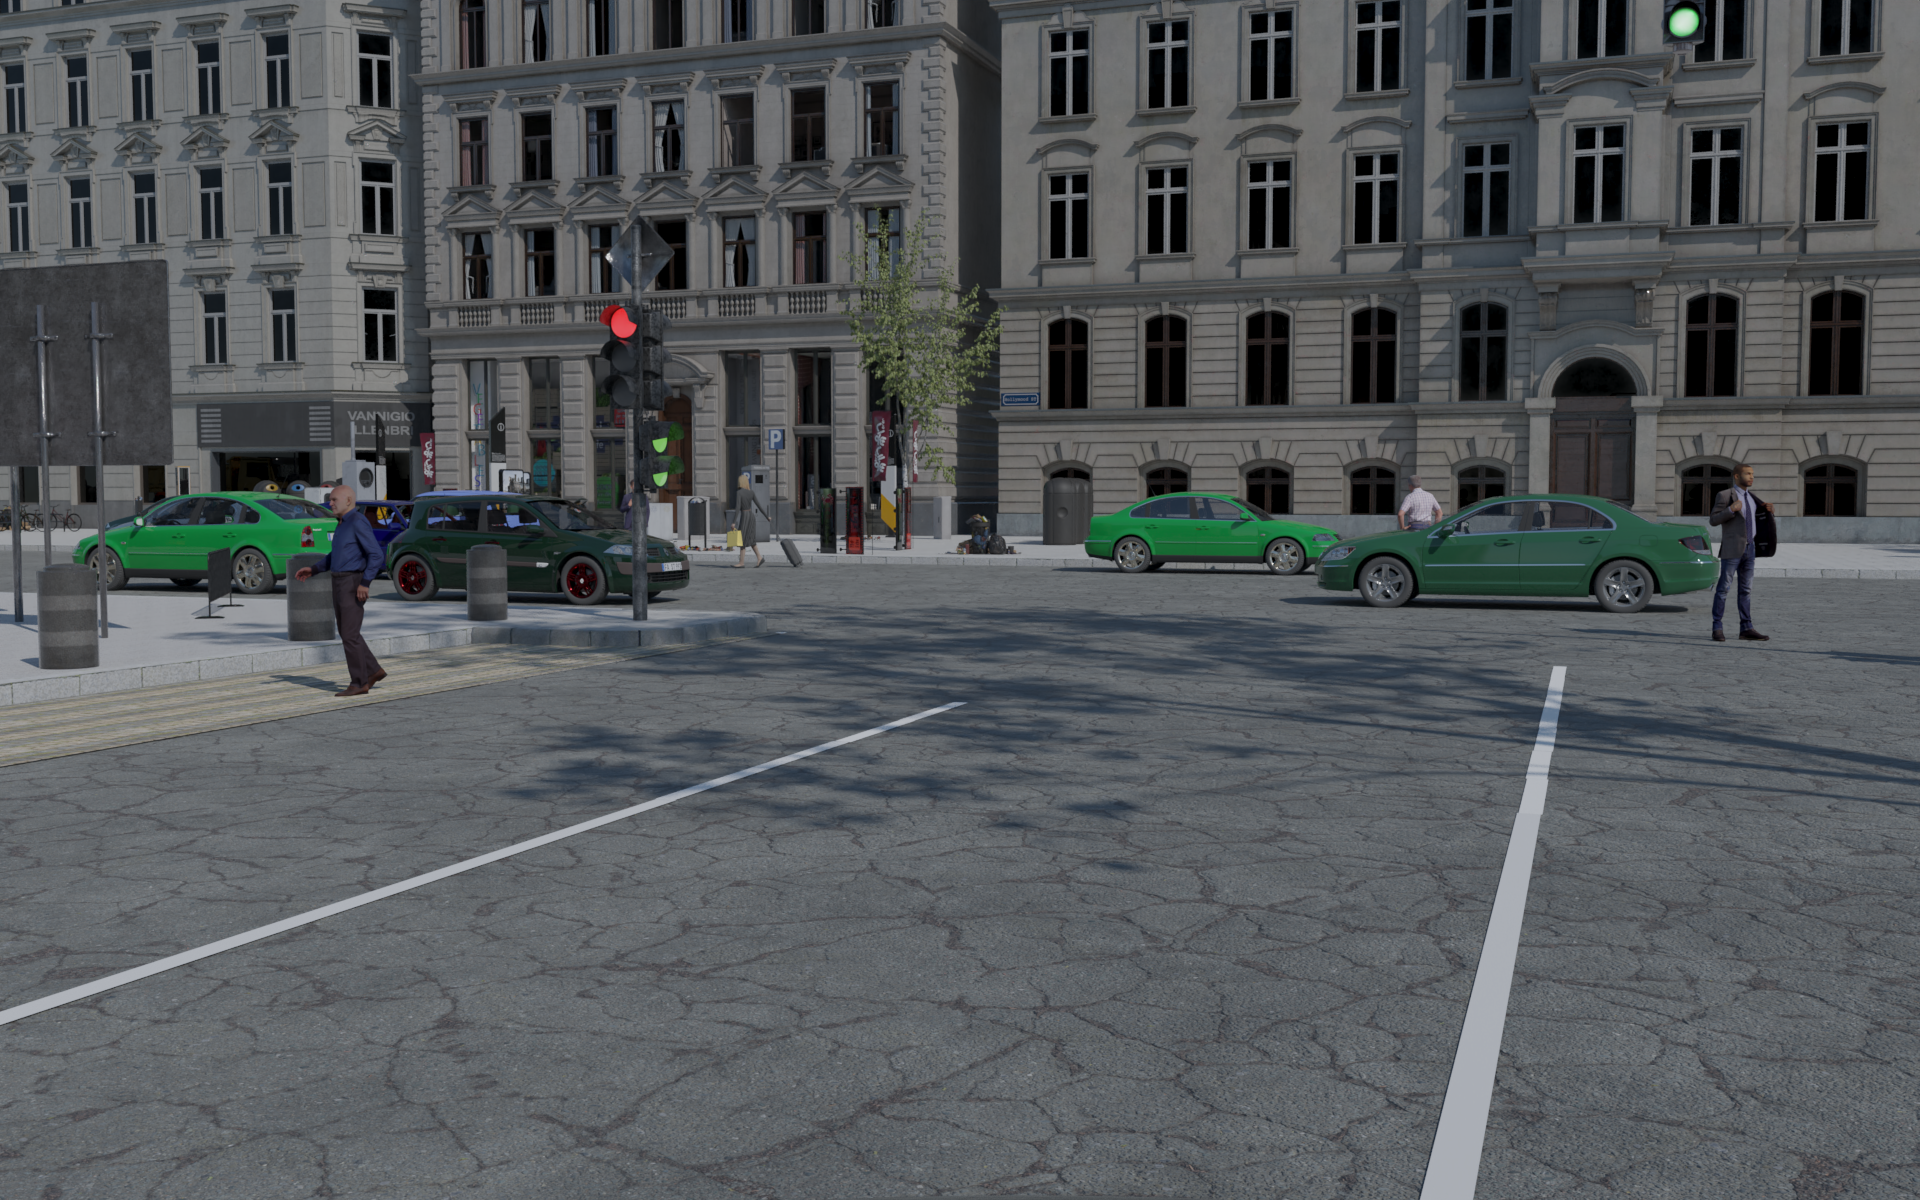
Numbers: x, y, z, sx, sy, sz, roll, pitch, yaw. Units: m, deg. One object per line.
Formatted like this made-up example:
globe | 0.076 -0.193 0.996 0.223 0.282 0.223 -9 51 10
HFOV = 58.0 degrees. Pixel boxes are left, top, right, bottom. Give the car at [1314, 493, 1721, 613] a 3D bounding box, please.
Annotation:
car | 7.009 -0.628 22.069 4.920 1.459 2.131 1 4 21

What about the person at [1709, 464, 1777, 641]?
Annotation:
person | 7.623 -0.461 16.852 0.655 1.722 0.431 -1 4 -18

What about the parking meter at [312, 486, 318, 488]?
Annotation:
parking meter | -21.193 -2.976 57.070 0.372 1.533 0.369 0 3 0

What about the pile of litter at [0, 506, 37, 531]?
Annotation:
pile of litter | -33.448 -2.892 61.242 1.719 0.858 1.176 -3 5 -41

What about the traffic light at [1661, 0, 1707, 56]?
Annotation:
traffic light | 7.883 -2.361 13.272 4.771 5.953 1.251 1 4 20

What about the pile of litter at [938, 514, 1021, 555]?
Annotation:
pile of litter | 0.424 -1.411 37.032 1.719 0.858 1.176 1 4 23

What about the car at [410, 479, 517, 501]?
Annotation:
car | -9.438 -1.361 31.849 3.694 1.707 1.945 1 4 22

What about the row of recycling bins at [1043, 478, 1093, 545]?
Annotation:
row of recycling bins | 2.858 -2.308 44.844 1.069 1.692 3.534 1 4 13

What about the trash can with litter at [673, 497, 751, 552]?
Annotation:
trash can with litter | -5.720 -1.713 39.067 2.233 1.210 1.678 3 4 36

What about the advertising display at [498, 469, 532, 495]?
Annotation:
advertising display | -12.816 -2.728 49.811 0.974 1.923 0.123 0 4 -2

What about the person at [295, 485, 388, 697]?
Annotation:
person | -4.401 -0.068 12.307 0.600 1.496 0.574 -1 4 -17

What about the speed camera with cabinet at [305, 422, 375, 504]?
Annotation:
speed camera with cabinet | -16.717 -3.204 46.715 0.660 3.252 2.038 2 4 24

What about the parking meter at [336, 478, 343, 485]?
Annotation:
parking meter | -20.496 -3.170 57.535 0.399 1.863 0.255 1 4 21

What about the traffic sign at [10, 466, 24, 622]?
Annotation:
traffic sign | -9.446 -1.052 17.312 0.768 2.556 0.104 2 4 24

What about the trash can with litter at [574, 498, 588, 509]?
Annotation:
trash can with litter | -10.664 -2.201 47.370 1.055 1.170 0.624 2 4 25

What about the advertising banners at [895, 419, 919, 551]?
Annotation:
advertising banners | -1.218 -2.681 40.021 0.090 3.025 2.074 1 4 14

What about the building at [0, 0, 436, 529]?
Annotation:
building | -36.830 -18.134 72.910 44.131 29.872 17.030 1 4 20

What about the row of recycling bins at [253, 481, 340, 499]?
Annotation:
row of recycling bins | -19.895 -2.827 53.333 3.534 1.692 1.069 -1 4 -14

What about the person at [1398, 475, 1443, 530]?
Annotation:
person | 6.758 -0.991 25.638 0.756 1.711 0.436 -1 4 -12

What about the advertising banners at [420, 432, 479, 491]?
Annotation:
advertising banners | -14.395 -3.228 48.972 2.074 3.025 0.090 1 4 21

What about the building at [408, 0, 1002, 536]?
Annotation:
building | -7.651 -14.115 59.653 19.941 23.489 11.050 1 4 20

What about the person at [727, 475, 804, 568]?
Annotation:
person | -3.782 -1.520 33.562 1.509 1.804 0.699 -1 4 -17

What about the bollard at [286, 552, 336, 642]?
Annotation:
bollard | -5.709 -0.032 15.235 0.404 0.777 0.398 0 3 0

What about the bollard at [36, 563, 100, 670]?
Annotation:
bollard | -6.600 0.116 12.817 0.404 0.777 0.398 0 3 0

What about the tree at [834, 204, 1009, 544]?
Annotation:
tree | -1.200 -5.754 44.433 4.737 8.622 4.395 0 3 0

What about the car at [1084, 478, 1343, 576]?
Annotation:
car | 4.647 -1.394 31.590 4.718 1.807 1.959 1 4 18

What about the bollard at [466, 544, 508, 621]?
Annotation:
bollard | -4.822 -0.180 17.656 0.404 0.777 0.398 0 3 0

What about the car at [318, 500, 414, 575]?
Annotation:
car | -9.440 -1.027 29.375 3.894 1.354 1.945 1 4 21

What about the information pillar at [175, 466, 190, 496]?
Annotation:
information pillar | -20.619 -2.538 45.981 0.304 2.012 0.304 -3 4 -38

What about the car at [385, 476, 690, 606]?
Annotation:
car | -5.730 -0.831 23.377 4.222 1.686 2.009 1 4 19

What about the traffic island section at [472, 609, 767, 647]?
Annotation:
traffic island section | -3.268 0.285 17.625 2.009 0.180 2.903 1 4 20

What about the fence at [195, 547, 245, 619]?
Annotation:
fence | -8.017 -0.207 18.767 0.278 0.683 2.069 -1 4 -17

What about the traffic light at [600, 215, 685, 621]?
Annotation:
traffic light | -3.234 -1.747 17.477 0.839 4.253 0.868 1 4 20

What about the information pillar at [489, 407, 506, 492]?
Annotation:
information pillar | -12.321 -3.356 46.230 0.183 3.616 0.504 3 5 40

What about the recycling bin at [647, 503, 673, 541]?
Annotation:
recycling bin | -8.330 -2.141 47.561 0.722 1.027 0.722 -2 4 -27

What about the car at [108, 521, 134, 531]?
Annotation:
car | -15.209 -1.414 35.128 4.499 1.417 2.014 1 4 19

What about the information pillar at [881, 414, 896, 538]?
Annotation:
information pillar | -2.091 -3.651 51.051 0.504 3.616 0.183 2 4 28

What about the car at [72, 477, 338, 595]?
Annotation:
car | -11.068 -1.045 25.883 4.718 1.807 1.959 1 4 20

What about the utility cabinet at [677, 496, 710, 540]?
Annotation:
utility cabinet | -7.468 -2.289 48.580 0.306 1.237 1.020 2 4 35

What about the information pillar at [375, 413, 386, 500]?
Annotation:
information pillar | -16.898 -3.620 50.543 0.183 3.616 0.504 0 4 5

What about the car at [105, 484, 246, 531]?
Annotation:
car | -17.487 -1.808 39.344 4.222 1.686 2.009 1 4 19

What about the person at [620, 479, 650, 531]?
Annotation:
person | -6.020 -1.387 32.094 0.541 1.710 0.530 0 4 6

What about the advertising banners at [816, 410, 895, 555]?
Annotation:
advertising banners | -2.253 -2.477 36.687 2.074 3.025 0.090 3 4 38

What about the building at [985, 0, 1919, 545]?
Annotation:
building | 18.788 -14.172 50.797 34.723 24.649 14.460 1 4 20

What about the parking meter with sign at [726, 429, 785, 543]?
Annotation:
parking meter with sign | -5.429 -3.032 45.826 0.543 3.016 1.738 3 5 39

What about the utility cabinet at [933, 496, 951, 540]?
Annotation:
utility cabinet | -0.513 -2.331 49.278 0.306 1.237 1.020 -1 4 -14

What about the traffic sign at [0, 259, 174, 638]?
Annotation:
traffic sign | -7.915 -1.319 15.439 2.265 3.308 0.079 1 4 21

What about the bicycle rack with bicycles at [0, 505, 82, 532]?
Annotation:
bicycle rack with bicycles | -31.651 -2.756 58.448 2.925 0.926 2.852 1 4 21
